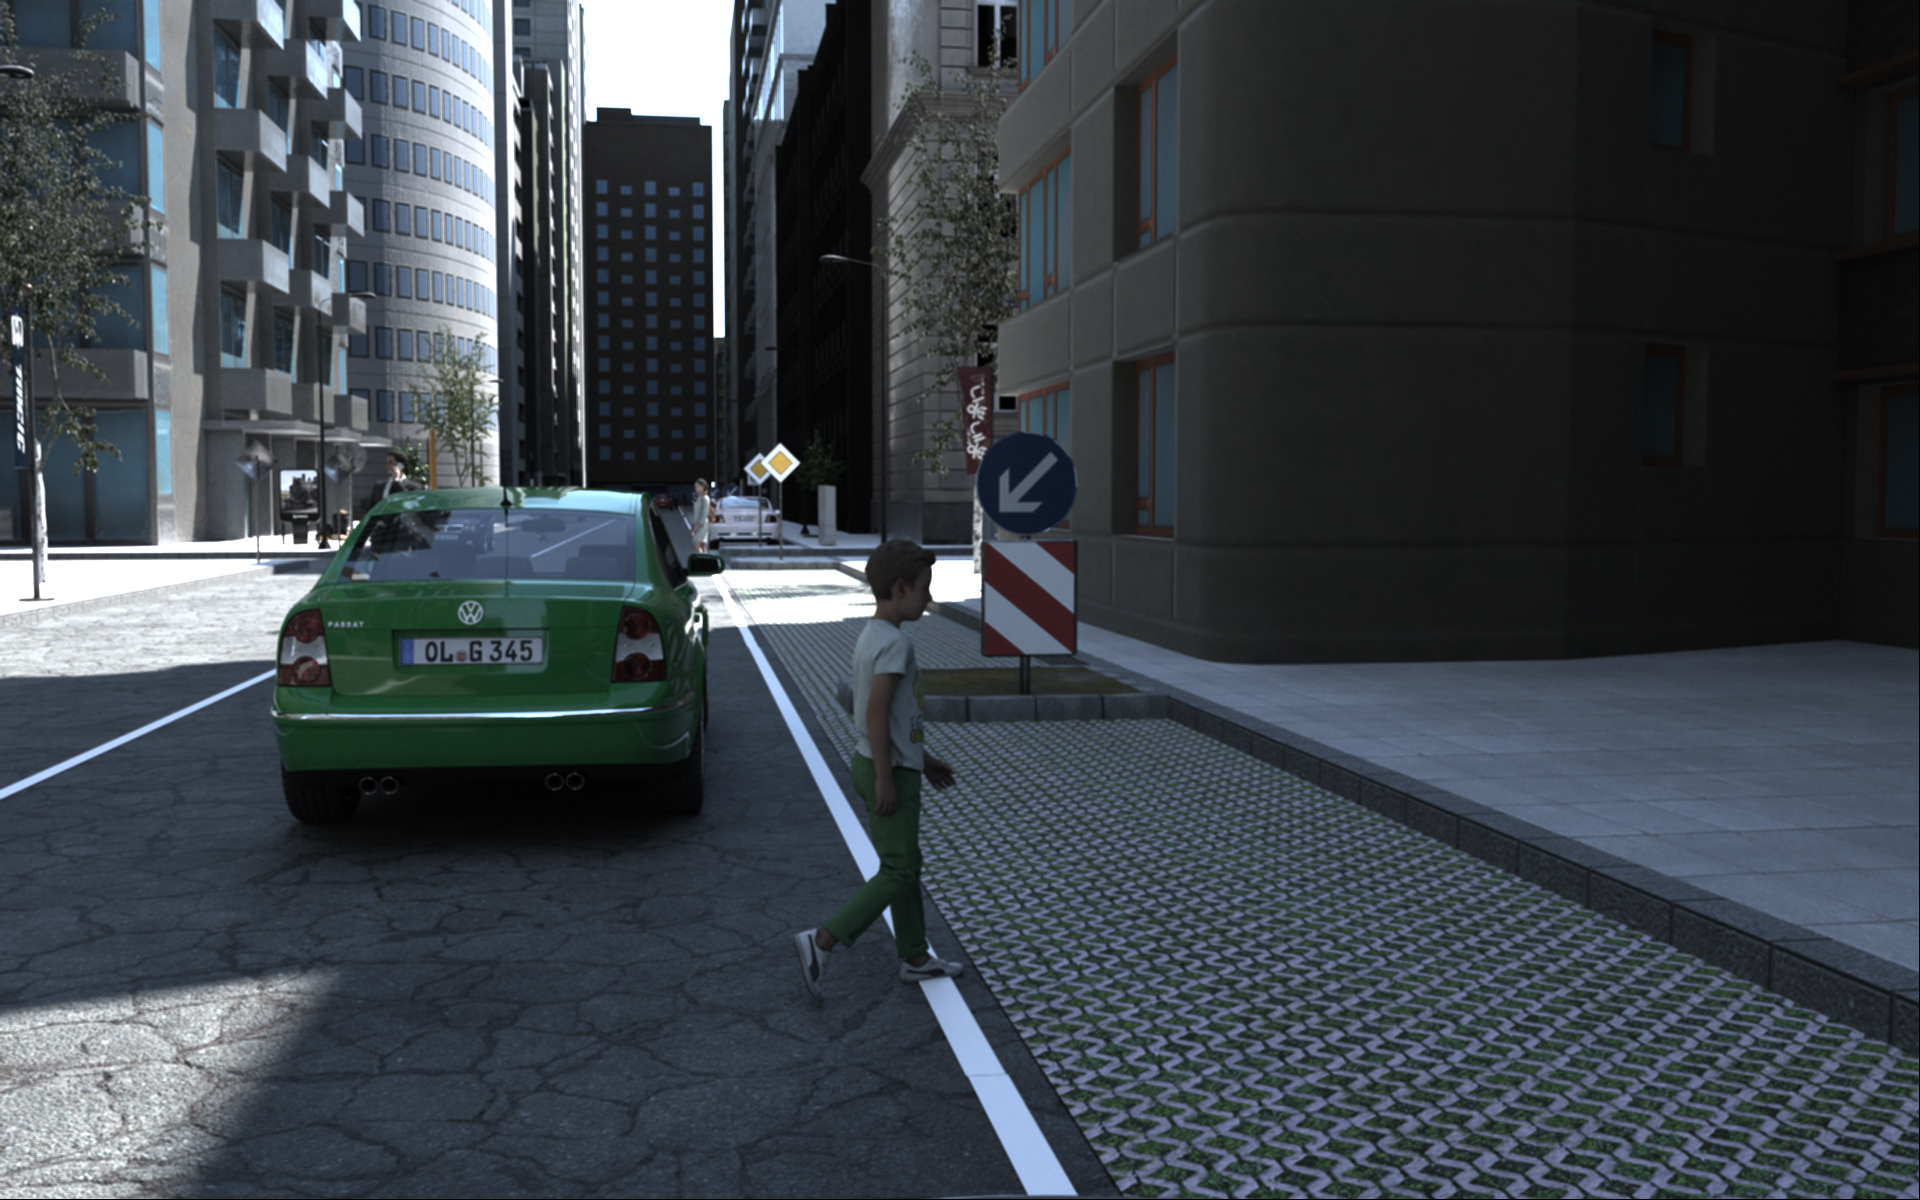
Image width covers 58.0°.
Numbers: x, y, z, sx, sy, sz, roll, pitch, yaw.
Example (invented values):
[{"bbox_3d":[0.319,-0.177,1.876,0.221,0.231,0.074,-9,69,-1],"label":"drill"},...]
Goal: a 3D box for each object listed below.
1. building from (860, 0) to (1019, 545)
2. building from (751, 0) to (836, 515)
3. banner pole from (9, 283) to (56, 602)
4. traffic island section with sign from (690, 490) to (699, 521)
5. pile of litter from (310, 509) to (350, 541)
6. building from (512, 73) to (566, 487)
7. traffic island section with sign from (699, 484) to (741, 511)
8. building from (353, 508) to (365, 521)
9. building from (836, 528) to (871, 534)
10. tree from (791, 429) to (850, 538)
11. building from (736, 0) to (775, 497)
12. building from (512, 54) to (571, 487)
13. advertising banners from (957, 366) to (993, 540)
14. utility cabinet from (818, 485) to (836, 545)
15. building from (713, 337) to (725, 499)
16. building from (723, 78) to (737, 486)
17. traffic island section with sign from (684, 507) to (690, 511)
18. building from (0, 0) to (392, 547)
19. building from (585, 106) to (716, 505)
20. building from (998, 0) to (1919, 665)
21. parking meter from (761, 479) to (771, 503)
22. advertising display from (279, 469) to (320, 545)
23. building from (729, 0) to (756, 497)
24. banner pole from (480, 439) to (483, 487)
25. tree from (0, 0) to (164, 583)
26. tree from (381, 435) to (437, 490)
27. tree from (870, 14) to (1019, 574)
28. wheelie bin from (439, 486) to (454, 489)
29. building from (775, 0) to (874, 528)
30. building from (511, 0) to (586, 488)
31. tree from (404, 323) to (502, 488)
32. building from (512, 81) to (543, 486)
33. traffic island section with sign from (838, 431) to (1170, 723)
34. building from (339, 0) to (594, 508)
[{"bbox_3d":[10.081,-15.469,50.186,25.104,27.353,12.463,-1,4,-9],"label":"building"},{"bbox_3d":[-5.932,-19.848,102.007,11.434,29.767,29.804,-1,4,-9],"label":"building"},{"bbox_3d":[-11.048,-1.863,20.476,0.401,3.779,0.863,-1,4,-11],"label":"banner pole"},{"bbox_3d":[-13.339,-5.169,93.141,1.989,1.847,2.006,-1,4,-9],"label":"traffic island section with sign"},{"bbox_3d":[-17.107,-2.084,48.032,1.719,0.858,1.176,-1,4,-11],"label":"pile of litter"},{"bbox_3d":[-48.140,-27.211,136.781,32.217,40.220,23.993,-1,4,-9],"label":"building"},{"bbox_3d":[-8.870,-3.531,66.358,1.989,1.847,2.006,-1,4,-9],"label":"traffic island section with sign"},{"bbox_3d":[-35.590,-33.569,90.860,21.231,58.520,28.212,-1,4,-9],"label":"building"},{"bbox_3d":[1.208,-14.316,63.751,12.332,23.373,15.834,-1,4,-9],"label":"building"},{"bbox_3d":[-4.330,-3.482,51.529,1.663,3.219,1.824,0,3,0],"label":"tree"},{"bbox_3d":[-5.287,-31.489,134.457,23.786,49.044,30.456,-1,4,-9],"label":"building"},{"bbox_3d":[-43.122,-28.945,156.845,14.154,41.232,14.086,-1,4,-9],"label":"building"},{"bbox_3d":[0.919,-1.670,23.489,2.074,3.025,0.090,2,4,23],"label":"advertising banners"},{"bbox_3d":[-3.314,-2.120,43.336,0.318,1.500,1.173,-1,4,-12],"label":"utility cabinet"},{"bbox_3d":[-15.893,-22.680,215.849,28.899,21.520,27.650,-1,4,-9],"label":"building"},{"bbox_3d":[-15.547,-29.750,170.012,14.154,41.232,14.086,-1,4,-9],"label":"building"},{"bbox_3d":[-21.527,-8.182,142.399,1.989,1.847,2.006,-1,4,-9],"label":"traffic island section with sign"},{"bbox_3d":[-31.166,-26.444,51.976,23.786,49.044,30.456,-1,4,-9],"label":"building"},{"bbox_3d":[-36.338,-33.901,204.387,14.200,45.320,14.600,-1,4,-9],"label":"building"},{"bbox_3d":[16.476,-10.037,9.141,27.650,21.520,28.899,-1,4,-9],"label":"building"},{"bbox_3d":[-7.687,-3.829,68.309,0.399,1.863,0.255,0,4,7],"label":"parking meter"},{"bbox_3d":[-16.797,-2.377,44.071,0.974,1.923,0.123,0,4,-7],"label":"advertising display"},{"bbox_3d":[-13.420,-30.930,155.815,14.600,45.320,14.200,-1,4,-9],"label":"building"},{"bbox_3d":[-21.816,-5.444,79.020,0.401,3.779,0.863,-1,4,-19],"label":"banner pole"},{"bbox_3d":[-13.266,-4.533,24.474,4.360,8.622,3.978,0,3,0],"label":"tree"},{"bbox_3d":[-18.038,-3.814,56.958,1.663,3.219,1.824,0,3,0],"label":"tree"},{"bbox_3d":[0.414,-4.731,27.711,4.360,8.622,3.978,0,3,0],"label":"tree"},{"bbox_3d":[-21.264,-3.898,71.641,0.980,1.594,0.693,-3,4,-39],"label":"wheelie bin"},{"bbox_3d":[-1.818,-15.298,79.795,12.332,23.373,15.834,-1,4,-9],"label":"building"},{"bbox_3d":[-49.248,-45.068,175.107,20.611,71.187,20.563,-1,4,-9],"label":"building"},{"bbox_3d":[-21.440,-7.558,73.929,4.737,8.622,4.395,0,3,0],"label":"tree"},{"bbox_3d":[-36.752,-21.284,119.690,14.160,30.474,14.107,-1,4,-9],"label":"building"},{"bbox_3d":[0.199,-0.191,11.755,1.989,1.847,2.006,-1,4,-9],"label":"traffic island section with sign"},{"bbox_3d":[-58.046,-40.566,205.259,28.212,58.520,21.231,-1,4,-9],"label":"building"}]
